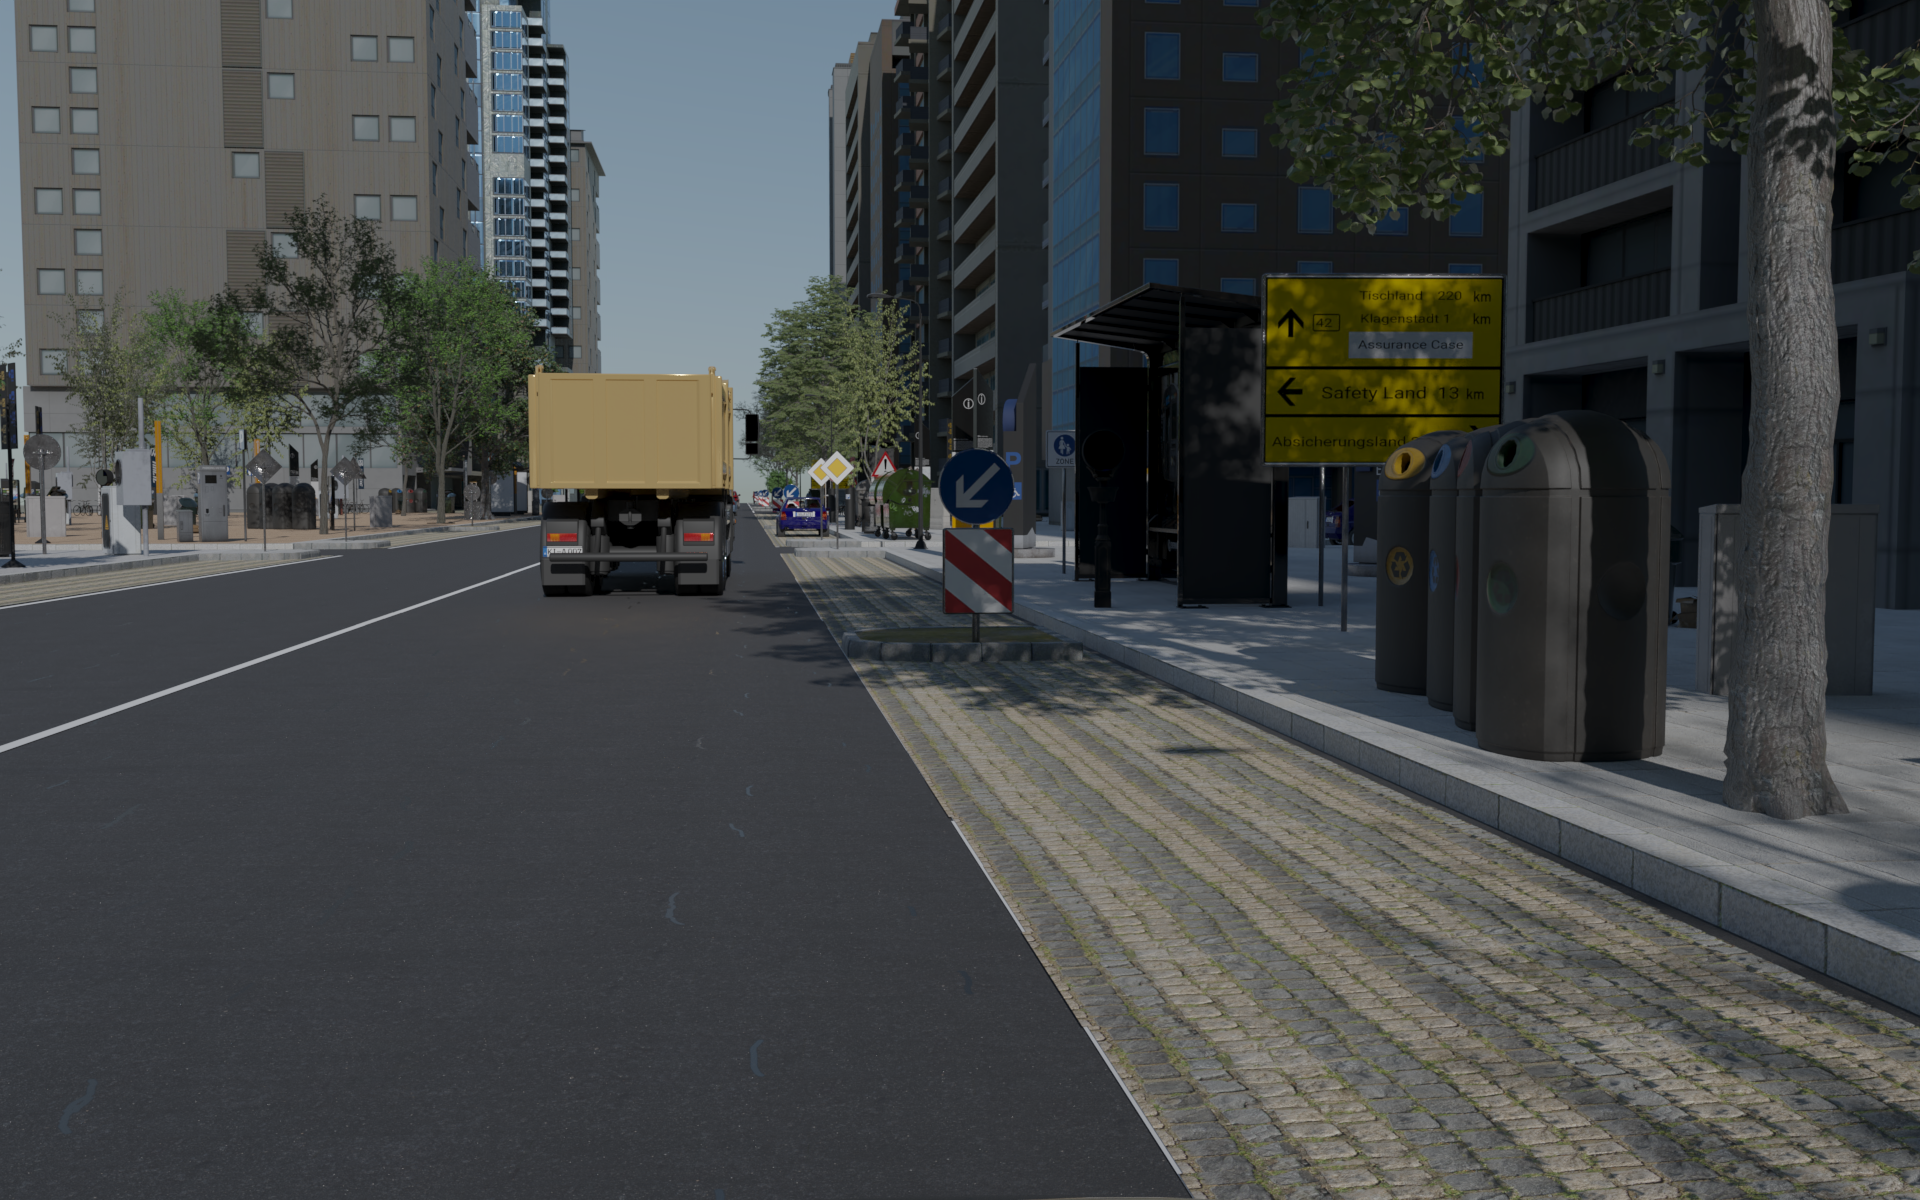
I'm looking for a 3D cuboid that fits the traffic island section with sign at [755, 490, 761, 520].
[{"bbox_3d":[-10.377,-5.433,97.454,1.989,1.847,2.006,0,4,-7],"label":"traffic island section with sign"}]

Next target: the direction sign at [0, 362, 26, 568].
[{"bbox_3d":[-16.547,-2.335,30.171,0.379,3.537,0.876,-3,5,-44],"label":"direction sign"}]

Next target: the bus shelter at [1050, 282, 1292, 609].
[{"bbox_3d":[2.565,-1.906,22.448,1.731,3.624,6.357,0,4,-7],"label":"bus shelter"}]

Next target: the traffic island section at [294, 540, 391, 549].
[{"bbox_3d":[-16.514,-1.484,46.537,2.009,0.180,2.903,0,4,-7],"label":"traffic island section"}]

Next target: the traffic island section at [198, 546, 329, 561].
[{"bbox_3d":[-15.514,-0.999,38.615,2.009,0.180,2.903,0,4,-7],"label":"traffic island section"}]

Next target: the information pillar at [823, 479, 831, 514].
[{"bbox_3d":[-6.433,-4.861,83.974,0.304,2.012,0.304,-1,4,-22],"label":"information pillar"}]

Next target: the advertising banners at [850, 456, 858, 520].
[{"bbox_3d":[-4.651,-5.129,80.053,0.090,3.025,2.074,-2,4,-26],"label":"advertising banners"}]

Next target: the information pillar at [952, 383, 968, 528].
[{"bbox_3d":[0.090,-2.629,34.331,0.504,3.616,0.183,-1,4,-9],"label":"information pillar"}]

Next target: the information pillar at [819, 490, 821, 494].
[{"bbox_3d":[-9.814,-7.041,119.617,0.304,2.012,0.304,3,5,40],"label":"information pillar"}]

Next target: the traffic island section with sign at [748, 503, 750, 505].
[{"bbox_3d":[-20.057,-10.121,174.102,1.989,1.847,2.006,0,4,-7],"label":"traffic island section with sign"}]

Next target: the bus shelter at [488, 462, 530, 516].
[{"bbox_3d":[-26.697,-6.606,101.926,2.014,3.302,5.546,0,4,-7],"label":"bus shelter"}]

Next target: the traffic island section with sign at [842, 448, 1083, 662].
[{"bbox_3d":[-0.053,-0.430,15.654,1.989,1.847,2.006,0,4,-7],"label":"traffic island section with sign"}]

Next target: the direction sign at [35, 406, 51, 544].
[{"bbox_3d":[-23.826,-3.235,44.883,0.379,3.537,0.876,-1,4,-19],"label":"direction sign"}]

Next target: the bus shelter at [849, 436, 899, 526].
[{"bbox_3d":[-3.641,-5.030,73.517,1.731,3.624,6.357,0,4,-7],"label":"bus shelter"}]

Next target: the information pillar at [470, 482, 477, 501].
[{"bbox_3d":[-29.692,-6.191,105.711,0.304,2.012,0.304,-3,4,-37],"label":"information pillar"}]

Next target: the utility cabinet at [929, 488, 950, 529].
[{"bbox_3d":[-0.830,-3.305,62.715,0.318,1.500,1.173,-2,4,-35],"label":"utility cabinet"}]

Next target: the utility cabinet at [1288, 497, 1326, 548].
[{"bbox_3d":[8.272,-1.849,41.392,0.306,1.237,1.020,-2,4,-32],"label":"utility cabinet"}]

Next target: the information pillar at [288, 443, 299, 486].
[{"bbox_3d":[-30.886,-5.441,80.320,0.183,3.616,0.504,3,4,37],"label":"information pillar"}]

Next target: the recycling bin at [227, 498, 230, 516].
[{"bbox_3d":[-43.499,-5.467,101.945,0.722,1.027,0.722,0,4,6],"label":"recycling bin"}]

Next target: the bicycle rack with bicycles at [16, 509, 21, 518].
[{"bbox_3d":[-51.202,-4.835,92.441,2.852,0.926,2.925,-1,4,-16],"label":"bicycle rack with bicycles"}]

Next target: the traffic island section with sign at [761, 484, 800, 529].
[{"bbox_3d":[-7.008,-3.797,70.709,1.989,1.847,2.006,0,4,-7],"label":"traffic island section with sign"}]

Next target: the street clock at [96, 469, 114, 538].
[{"bbox_3d":[-25.071,-2.828,50.814,0.471,2.002,0.358,1,4,20],"label":"street clock"}]

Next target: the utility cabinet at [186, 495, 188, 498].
[{"bbox_3d":[-44.051,-5.303,97.865,1.020,1.237,0.306,2,4,26],"label":"utility cabinet"}]

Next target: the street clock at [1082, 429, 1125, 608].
[{"bbox_3d":[1.615,-0.917,19.556,0.471,2.002,0.358,0,4,1],"label":"street clock"}]

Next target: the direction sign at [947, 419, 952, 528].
[{"bbox_3d":[-0.225,-3.701,52.500,0.379,3.537,0.876,1,4,20],"label":"direction sign"}]

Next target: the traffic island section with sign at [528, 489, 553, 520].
[{"bbox_3d":[-22.664,-5.294,95.189,1.989,1.847,2.006,0,4,-7],"label":"traffic island section with sign"}]

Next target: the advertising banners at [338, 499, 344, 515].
[{"bbox_3d":[-37.364,-6.625,104.505,0.090,3.025,2.074,0,4,-4],"label":"advertising banners"}]

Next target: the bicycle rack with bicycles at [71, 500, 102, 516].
[{"bbox_3d":[-51.079,-5.335,100.608,2.852,0.926,2.925,-3,5,-44],"label":"bicycle rack with bicycles"}]

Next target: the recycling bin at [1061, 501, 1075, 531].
[{"bbox_3d":[3.900,-2.899,59.956,0.722,1.027,0.722,0,4,-7],"label":"recycling bin"}]

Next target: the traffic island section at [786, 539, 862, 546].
[{"bbox_3d":[-3.822,-1.581,48.128,2.009,0.180,2.903,0,4,-7],"label":"traffic island section"}]

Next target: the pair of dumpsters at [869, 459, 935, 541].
[{"bbox_3d":[-1.668,-2.892,49.779,1.574,2.255,4.437,0,4,-7],"label":"pair of dumpsters"}]

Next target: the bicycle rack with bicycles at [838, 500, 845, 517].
[{"bbox_3d":[-8.564,-5.842,108.897,2.852,0.926,2.925,-1,4,-18],"label":"bicycle rack with bicycles"}]

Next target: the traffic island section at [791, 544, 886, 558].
[{"bbox_3d":[-2.822,-1.096,40.205,2.009,0.180,2.903,0,4,-7],"label":"traffic island section"}]

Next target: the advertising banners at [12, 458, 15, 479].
[{"bbox_3d":[-46.374,-5.381,84.167,0.090,3.025,2.074,0,4,-4],"label":"advertising banners"}]

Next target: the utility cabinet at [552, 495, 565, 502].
[{"bbox_3d":[-27.978,-6.723,121.087,1.020,1.237,0.306,-2,4,-30],"label":"utility cabinet"}]

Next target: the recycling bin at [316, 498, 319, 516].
[{"bbox_3d":[-37.651,-5.374,100.412,0.722,1.027,0.722,1,4,9],"label":"recycling bin"}]

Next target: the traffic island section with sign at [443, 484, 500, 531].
[{"bbox_3d":[-19.287,-3.659,68.445,1.989,1.847,2.006,0,4,-7],"label":"traffic island section with sign"}]

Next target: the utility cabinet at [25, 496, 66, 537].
[{"bbox_3d":[-27.373,-2.490,51.868,1.020,1.237,0.306,-3,5,-40],"label":"utility cabinet"}]

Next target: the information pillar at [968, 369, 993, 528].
[{"bbox_3d":[0.429,-2.522,32.587,0.183,3.616,0.504,3,5,42],"label":"information pillar"}]

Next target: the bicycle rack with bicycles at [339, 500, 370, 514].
[{"bbox_3d":[-39.533,-6.054,112.358,2.852,0.926,2.925,3,5,43],"label":"bicycle rack with bicycles"}]

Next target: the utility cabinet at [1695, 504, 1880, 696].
[{"bbox_3d":[5.307,0.001,11.143,1.020,1.237,0.306,0,4,2],"label":"utility cabinet"}]

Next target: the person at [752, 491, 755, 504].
[{"bbox_3d":[-28.961,-14.352,243.085,0.705,1.831,1.348,0,4,7],"label":"person"}]

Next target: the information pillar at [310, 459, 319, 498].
[{"bbox_3d":[-42.804,-7.557,114.918,0.504,3.616,0.183,-3,5,-39],"label":"information pillar"}]

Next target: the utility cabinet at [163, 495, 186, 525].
[{"bbox_3d":[-32.345,-3.662,71.039,1.020,1.237,0.306,2,4,25],"label":"utility cabinet"}]

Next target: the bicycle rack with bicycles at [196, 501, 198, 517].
[{"bbox_3d":[-42.237,-4.992,94.999,2.852,0.926,2.925,-3,5,-41],"label":"bicycle rack with bicycles"}]

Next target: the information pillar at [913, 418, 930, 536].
[{"bbox_3d":[-1.156,-3.751,52.687,0.504,3.616,0.183,0,4,7],"label":"information pillar"}]

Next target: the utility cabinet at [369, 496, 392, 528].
[{"bbox_3d":[-22.380,-3.411,66.926,0.306,1.237,1.020,1,4,19],"label":"utility cabinet"}]

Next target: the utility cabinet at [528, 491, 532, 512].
[{"bbox_3d":[-29.791,-6.752,119.067,1.173,1.500,0.318,2,4,30],"label":"utility cabinet"}]

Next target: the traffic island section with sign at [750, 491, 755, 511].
[{"bbox_3d":[-16.681,-8.485,147.358,1.989,1.847,2.006,0,4,-7],"label":"traffic island section with sign"}]
